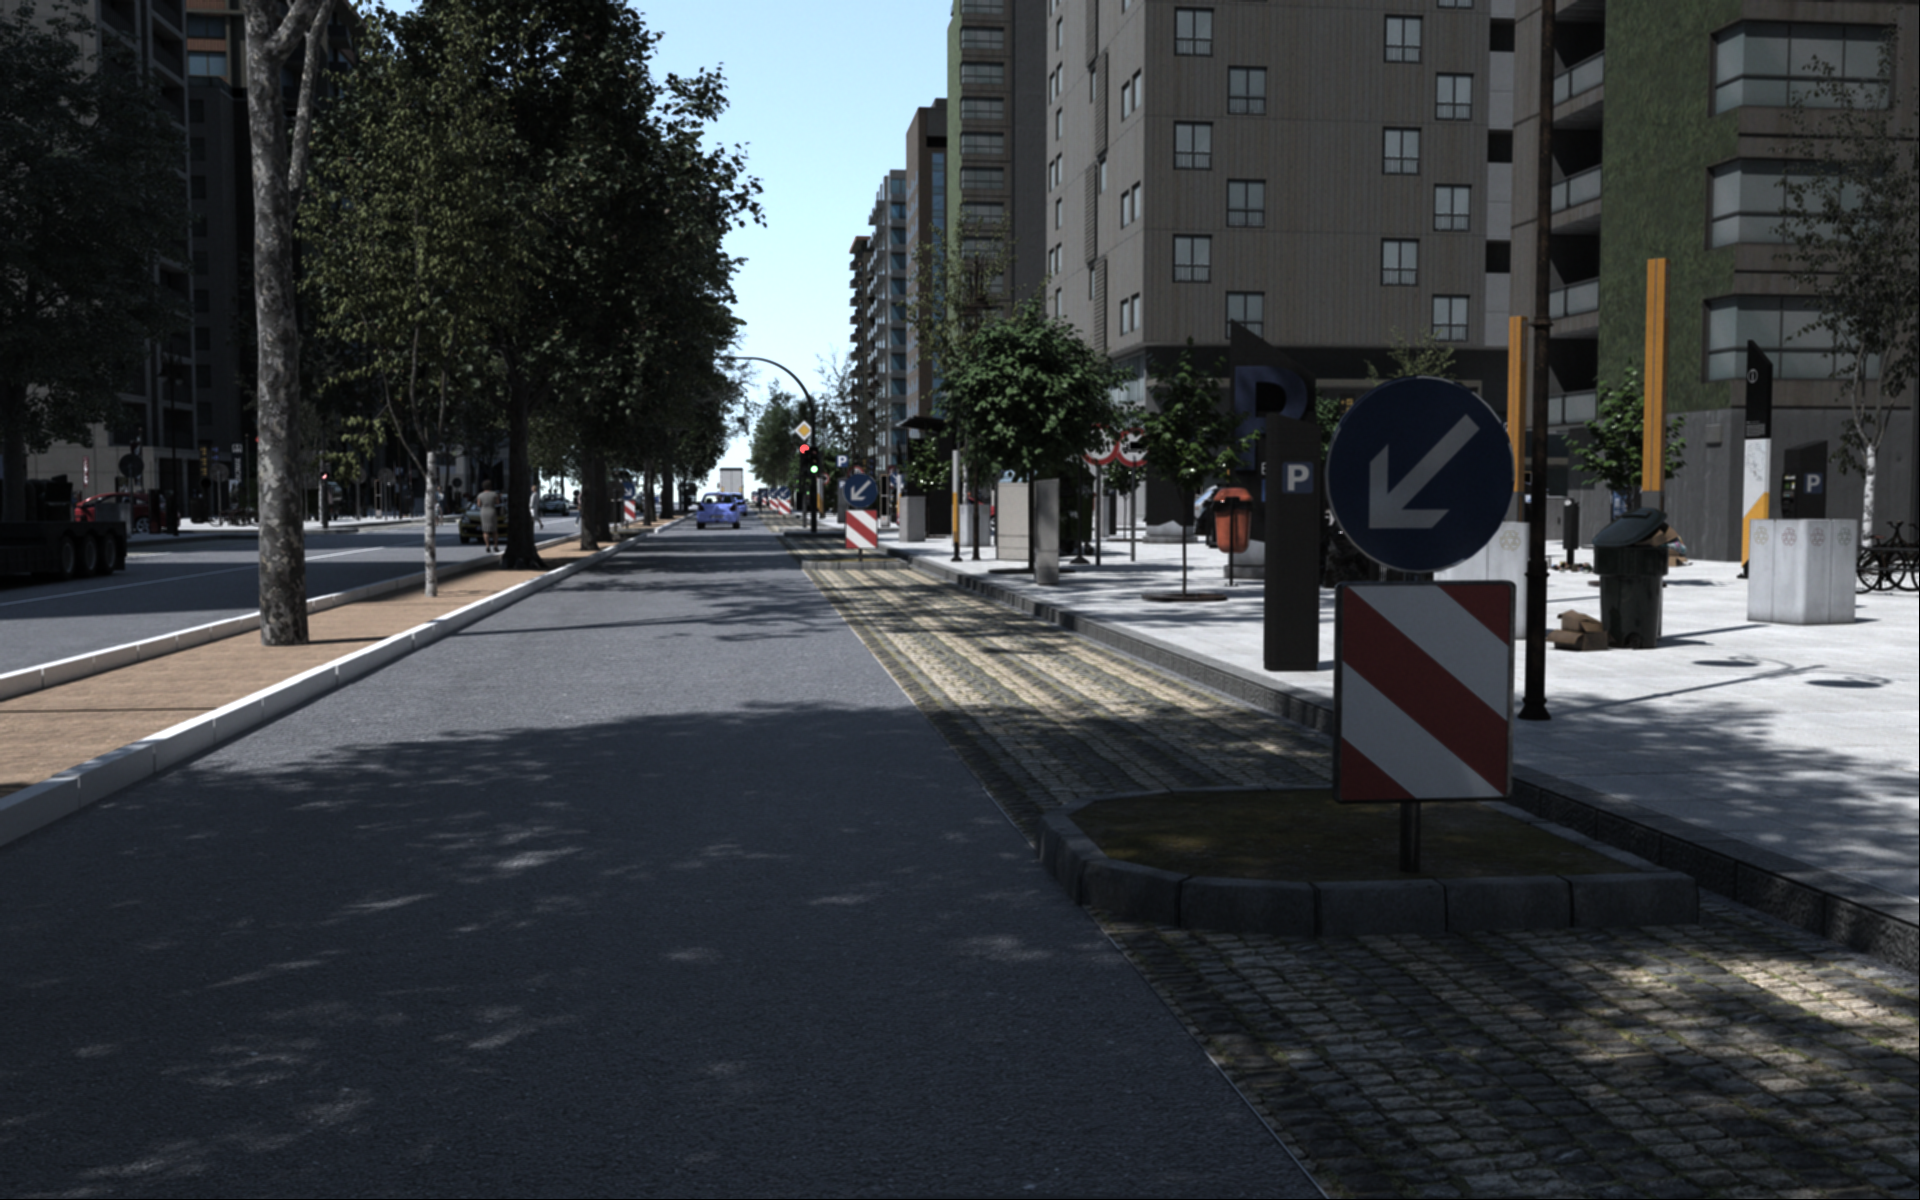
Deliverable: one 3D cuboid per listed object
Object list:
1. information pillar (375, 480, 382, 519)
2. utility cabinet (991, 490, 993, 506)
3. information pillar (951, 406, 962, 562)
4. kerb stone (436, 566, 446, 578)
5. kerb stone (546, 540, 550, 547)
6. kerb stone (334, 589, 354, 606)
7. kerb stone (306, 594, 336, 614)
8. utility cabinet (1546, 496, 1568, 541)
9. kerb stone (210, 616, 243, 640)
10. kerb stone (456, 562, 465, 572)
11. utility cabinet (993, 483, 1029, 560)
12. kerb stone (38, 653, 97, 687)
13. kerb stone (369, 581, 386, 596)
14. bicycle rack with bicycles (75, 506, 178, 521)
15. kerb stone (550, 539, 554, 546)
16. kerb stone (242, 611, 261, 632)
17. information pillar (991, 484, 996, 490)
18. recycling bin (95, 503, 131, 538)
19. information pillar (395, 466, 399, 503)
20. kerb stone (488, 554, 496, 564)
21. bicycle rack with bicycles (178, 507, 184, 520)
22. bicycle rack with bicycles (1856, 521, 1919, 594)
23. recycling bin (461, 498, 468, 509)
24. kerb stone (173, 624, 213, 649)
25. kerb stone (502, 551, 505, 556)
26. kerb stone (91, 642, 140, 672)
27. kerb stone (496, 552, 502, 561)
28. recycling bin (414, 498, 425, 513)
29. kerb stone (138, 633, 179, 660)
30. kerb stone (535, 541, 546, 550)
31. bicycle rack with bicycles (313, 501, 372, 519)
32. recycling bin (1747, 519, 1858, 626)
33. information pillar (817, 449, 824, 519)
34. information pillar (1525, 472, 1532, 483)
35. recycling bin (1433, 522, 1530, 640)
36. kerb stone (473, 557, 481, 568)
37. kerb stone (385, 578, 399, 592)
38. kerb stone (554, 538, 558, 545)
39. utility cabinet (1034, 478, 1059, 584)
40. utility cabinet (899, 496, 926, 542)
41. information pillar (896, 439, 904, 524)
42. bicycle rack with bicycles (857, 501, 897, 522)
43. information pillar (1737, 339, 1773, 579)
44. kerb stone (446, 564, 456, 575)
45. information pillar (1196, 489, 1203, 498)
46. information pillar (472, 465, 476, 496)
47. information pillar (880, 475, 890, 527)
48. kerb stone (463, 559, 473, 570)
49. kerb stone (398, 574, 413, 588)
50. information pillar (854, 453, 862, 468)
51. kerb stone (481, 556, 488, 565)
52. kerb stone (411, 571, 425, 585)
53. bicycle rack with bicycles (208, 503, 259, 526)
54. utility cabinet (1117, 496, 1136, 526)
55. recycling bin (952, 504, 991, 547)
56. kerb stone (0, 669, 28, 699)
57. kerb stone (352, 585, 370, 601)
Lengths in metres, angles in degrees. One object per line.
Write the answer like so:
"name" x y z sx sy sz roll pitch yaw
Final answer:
"information pillar" -30.338 -5.253 90.376 0.304 2.012 0.304 -1 4 -13
"utility cabinet" 2.031 -4.976 90.033 0.318 1.500 1.173 2 4 32
"information pillar" -0.072 -2.539 32.875 0.183 3.616 0.504 0 4 6
"kerb stone" -8.955 -0.448 29.526 0.120 0.150 1.000 0 4 -7
"kerb stone" -11.033 -1.442 45.785 0.120 0.150 1.000 0 4 -7
"kerb stone" -8.037 -0.008 22.391 0.120 0.150 1.000 0 4 -7
"kerb stone" -7.911 0.050 21.374 0.120 0.150 1.000 0 4 -7
"utility cabinet" 16.334 -2.250 47.941 1.020 1.237 0.306 -2 4 -26
"kerb stone" -7.391 0.299 17.304 0.120 0.150 1.000 0 4 -7
"kerb stone" -9.213 -0.569 31.554 0.120 0.150 1.000 0 4 -7
"utility cabinet" 1.250 -1.502 33.230 1.173 1.500 0.318 3 5 39
"kerb stone" -6.871 0.548 13.243 0.120 0.150 1.000 0 4 -7
"kerb stone" -8.301 -0.136 24.427 0.120 0.150 1.000 0 4 -7
"bicycle rack with bicycles" -36.137 -3.757 74.811 2.852 0.926 2.925 2 4 26
"kerb stone" -11.153 -1.505 46.802 0.120 0.150 1.000 0 4 -7
"kerb stone" -7.522 0.244 18.318 0.120 0.150 1.000 0 4 -7
"information pillar" 2.383 -7.077 120.205 0.304 2.012 0.304 2 4 31
"recycling bin" -24.419 -2.286 49.937 0.722 1.027 0.722 0 4 -1
"information pillar" -44.443 -8.907 136.985 0.183 3.616 0.504 2 4 35
"kerb stone" -9.735 -0.821 35.617 0.120 0.150 1.000 0 4 -7
"bicycle rack with bicycles" -39.945 -4.421 85.664 2.925 0.926 2.852 -2 4 -35
"bicycle rack with bicycles" 12.266 -0.544 22.275 2.852 0.926 2.925 -3 4 -38
"recycling bin" -35.466 -6.764 123.146 0.722 1.027 0.722 0 4 4
"kerb stone" -7.261 0.362 16.288 0.120 0.150 1.000 0 4 -7
"kerb stone" -9.989 -0.945 37.654 0.120 0.150 1.000 0 4 -7
"kerb stone" -7.006 0.486 14.259 0.120 0.150 1.000 0 4 -7
"kerb stone" -9.863 -0.883 36.634 0.120 0.150 1.000 0 4 -7
"recycling bin" -36.147 -6.324 115.949 0.722 1.027 0.722 -1 4 -16
"kerb stone" -7.133 0.427 15.273 0.120 0.150 1.000 0 4 -7
"kerb stone" -10.894 -1.381 44.770 0.120 0.150 1.000 0 4 -7
"bicycle rack with bicycles" -32.361 -4.771 91.384 2.925 0.926 2.852 3 5 41
"recycling bin" 8.403 -0.290 17.288 0.722 1.027 0.722 -1 4 -20
"information pillar" -7.248 -6.023 89.832 0.183 3.616 0.504 1 4 21
"information pillar" 18.558 -3.207 56.920 0.304 2.012 0.304 -1 4 -16
"recycling bin" 4.681 -0.185 15.587 0.722 1.027 0.722 0 4 6
"kerb stone" -9.471 -0.697 33.589 0.120 0.150 1.000 0 4 -7
"kerb stone" -8.440 -0.198 25.445 0.120 0.150 1.000 0 4 -7
"kerb stone" -11.291 -1.567 47.815 0.120 0.150 1.000 0 4 -7
"utility cabinet" 1.226 -0.988 24.835 0.318 1.500 1.173 0 4 0
"utility cabinet" -1.284 -2.154 46.380 0.306 1.237 1.020 2 4 26
"information pillar" -2.596 -5.038 73.733 0.183 3.616 0.504 -1 4 -14
"bicycle rack with bicycles" -3.726 -4.073 79.977 2.852 0.926 2.925 0 4 -2
"information pillar" 11.996 -2.124 26.083 0.183 3.616 0.504 -1 4 -13
"kerb stone" -9.083 -0.510 30.540 0.120 0.150 1.000 0 4 -7
"information pillar" 11.281 -4.715 81.580 0.304 2.012 0.304 1 4 23
"information pillar" -38.647 -8.944 137.589 0.183 3.616 0.504 1 4 12
"information pillar" -2.875 -3.802 66.651 0.304 2.012 0.304 1 4 14
"kerb stone" -9.339 -0.635 32.576 0.120 0.150 1.000 0 4 -7
"kerb stone" -8.557 -0.260 26.462 0.120 0.150 1.000 0 4 -7
"information pillar" -5.403 -6.089 90.914 0.504 3.616 0.183 2 4 26
"kerb stone" -9.610 -0.754 34.602 0.120 0.150 1.000 0 4 -7
"kerb stone" -8.686 -0.324 27.488 0.120 0.150 1.000 0 4 -7
"bicycle rack with bicycles" -28.523 -3.449 69.766 2.925 0.926 2.852 -1 4 -13
"utility cabinet" 6.677 -3.567 69.479 0.306 1.237 1.020 -2 4 -27
"recycling bin" 0.276 -1.820 42.316 0.722 1.027 0.722 -2 4 -30
"kerb stone" -6.746 0.610 12.228 0.120 0.150 1.000 0 4 -7
"kerb stone" -8.176 -0.074 23.407 0.120 0.150 1.000 0 4 -7
